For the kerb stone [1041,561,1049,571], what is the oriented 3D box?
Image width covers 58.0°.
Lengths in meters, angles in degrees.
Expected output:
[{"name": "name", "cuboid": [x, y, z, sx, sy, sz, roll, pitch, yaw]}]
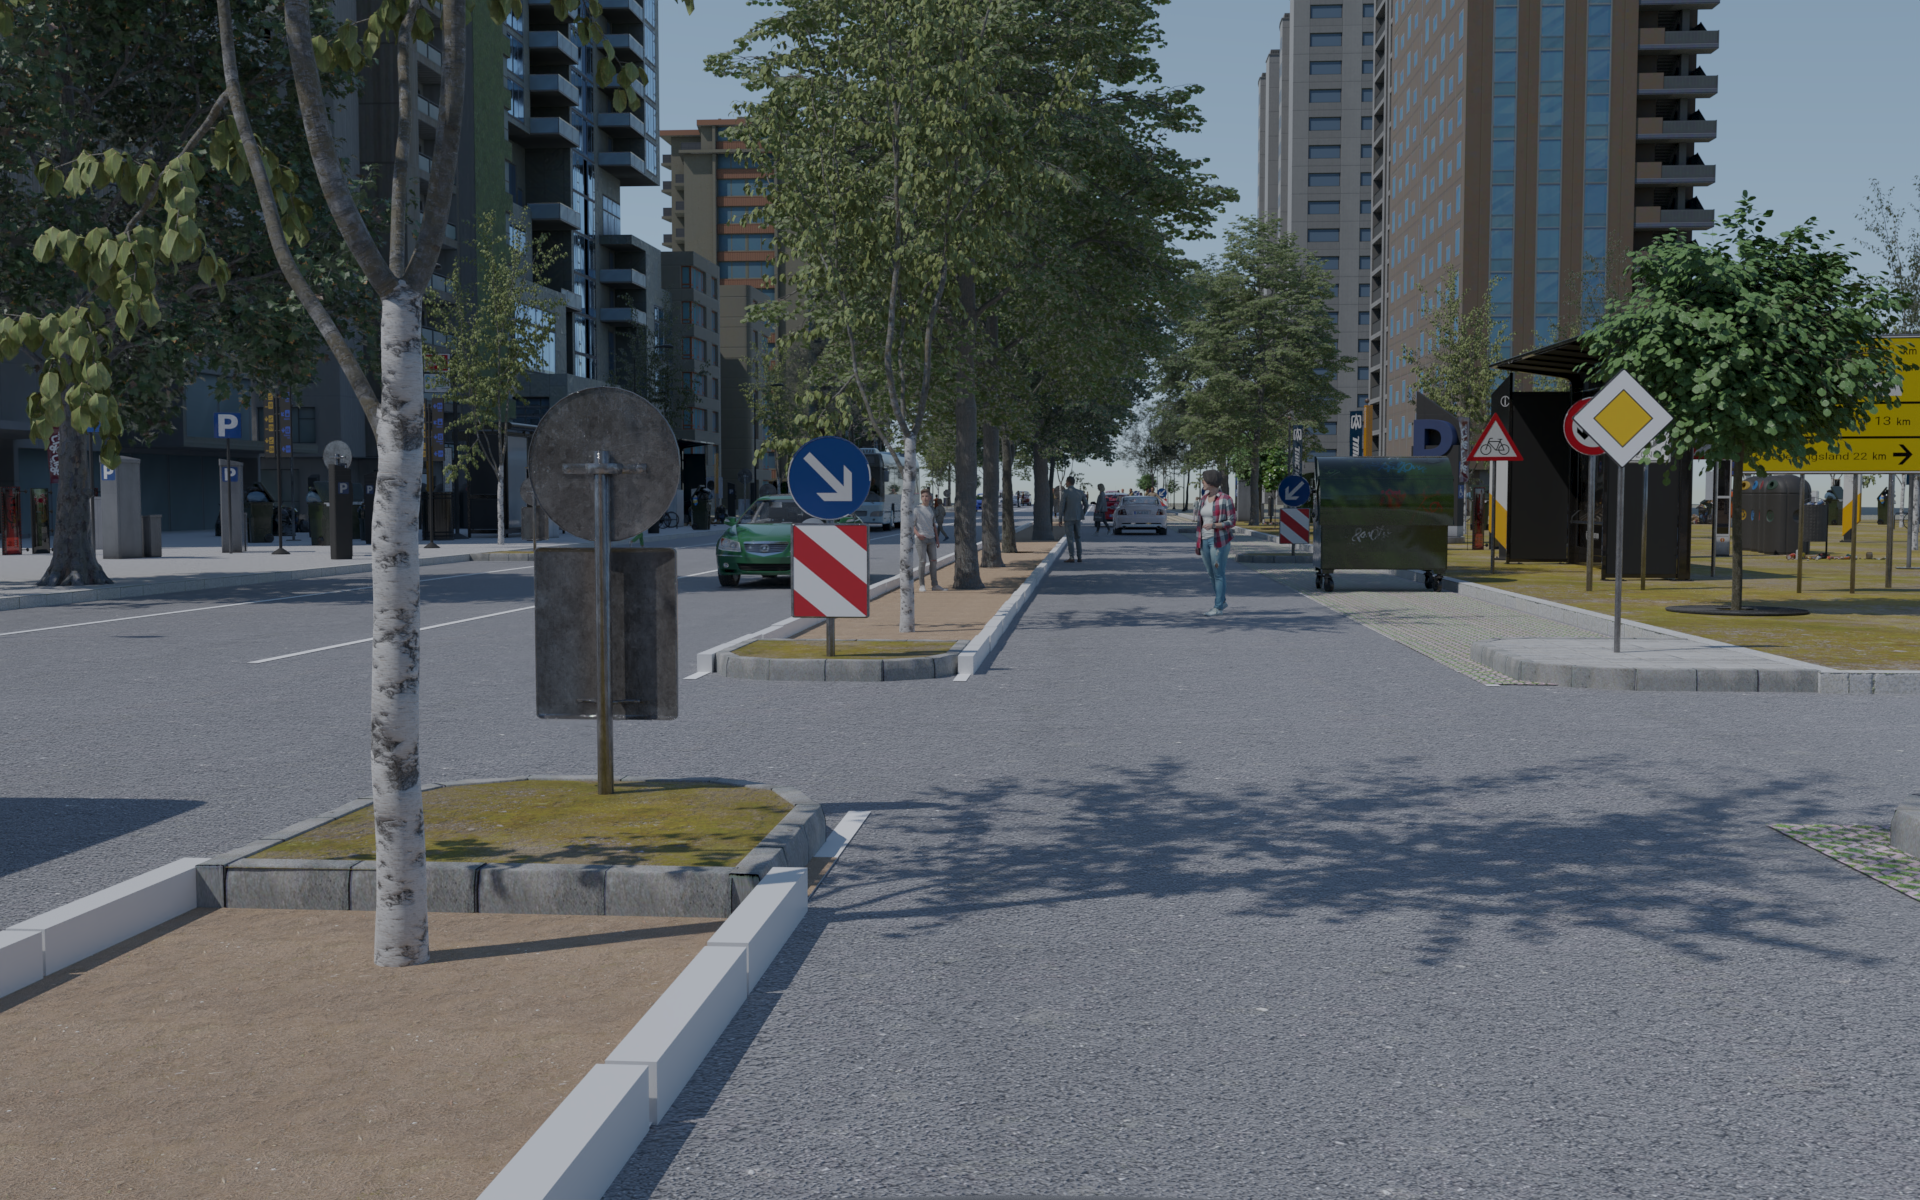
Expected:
[{"name": "kerb stone", "cuboid": [1.506, -0.571, 31.581, 0.120, 0.150, 1.000, 0, 4, 5]}]

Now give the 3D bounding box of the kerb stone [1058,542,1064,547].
[{"name": "kerb stone", "cuboid": [2.493, -1.322, 43.811, 0.120, 0.150, 1.000, 0, 4, 5]}]

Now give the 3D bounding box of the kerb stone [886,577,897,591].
[{"name": "kerb stone", "cuboid": [-1.086, -0.210, 25.629, 0.120, 0.150, 1.000, 0, 4, 5]}]

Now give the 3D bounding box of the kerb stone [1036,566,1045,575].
[{"name": "kerb stone", "cuboid": [1.332, -0.446, 29.539, 0.120, 0.150, 1.000, 0, 4, 5]}]

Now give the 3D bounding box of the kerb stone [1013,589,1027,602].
[{"name": "kerb stone", "cuboid": [0.749, -0.012, 22.389, 0.120, 0.150, 1.000, 0, 4, 5]}]

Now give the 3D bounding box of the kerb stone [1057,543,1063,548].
[{"name": "kerb stone", "cuboid": [2.420, -1.260, 42.792, 0.120, 0.150, 1.000, 0, 4, 5]}]

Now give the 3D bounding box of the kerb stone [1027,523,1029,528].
[{"name": "kerb stone", "cuboid": [2.653, -3.020, 71.573, 0.120, 0.150, 1.000, 0, 4, 5]}]

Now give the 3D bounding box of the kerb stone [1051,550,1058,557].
[{"name": "kerb stone", "cuboid": [2.000, -0.948, 37.699, 0.120, 0.150, 1.000, 0, 4, 5]}]

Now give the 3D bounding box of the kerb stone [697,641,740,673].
[{"name": "kerb stone", "cuboid": [-2.008, 0.478, 14.373, 0.120, 0.150, 1.000, 0, 4, 5]}]

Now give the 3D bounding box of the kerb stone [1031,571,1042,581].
[{"name": "kerb stone", "cuboid": [1.177, -0.321, 27.490, 0.120, 0.150, 1.000, 0, 4, 5]}]

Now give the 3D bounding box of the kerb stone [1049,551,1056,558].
[{"name": "kerb stone", "cuboid": [1.913, -0.885, 36.677, 0.120, 0.150, 1.000, 0, 4, 5]}]

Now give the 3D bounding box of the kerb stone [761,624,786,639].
[{"name": "kerb stone", "cuboid": [-1.823, 0.362, 16.422, 0.120, 0.150, 1.000, 0, 4, 5]}]

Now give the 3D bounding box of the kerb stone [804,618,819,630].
[{"name": "kerb stone", "cuboid": [-1.669, 0.227, 18.489, 0.120, 0.150, 1.000, 0, 4, 5]}]

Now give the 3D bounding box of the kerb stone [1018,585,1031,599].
[{"name": "kerb stone", "cuboid": [0.844, -0.073, 23.411, 0.120, 0.150, 1.000, 0, 4, 5]}]

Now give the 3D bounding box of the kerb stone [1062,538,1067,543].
[{"name": "kerb stone", "cuboid": [2.824, -1.568, 47.890, 0.120, 0.150, 1.000, 0, 4, 5]}]

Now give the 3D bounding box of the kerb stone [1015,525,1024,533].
[{"name": "kerb stone", "cuboid": [2.309, -2.766, 67.491, 0.120, 0.150, 1.000, 0, 4, 5]}]

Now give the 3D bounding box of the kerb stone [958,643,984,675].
[{"name": "kerb stone", "cuboid": [0.085, 0.488, 14.211, 0.120, 0.150, 1.000, 0, 4, 5]}]

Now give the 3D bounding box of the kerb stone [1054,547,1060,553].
[{"name": "kerb stone", "cuboid": [2.165, -1.073, 39.736, 0.120, 0.150, 1.000, 0, 4, 5]}]

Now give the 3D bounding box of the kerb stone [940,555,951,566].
[{"name": "kerb stone", "cuboid": [-0.338, -0.772, 34.824, 0.120, 0.150, 1.000, 0, 4, 5]}]

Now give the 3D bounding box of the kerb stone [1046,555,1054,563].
[{"name": "kerb stone", "cuboid": [1.753, -0.761, 34.637, 0.120, 0.150, 1.000, 0, 4, 5]}]

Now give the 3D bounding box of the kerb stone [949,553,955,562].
[{"name": "kerb stone", "cuboid": [-0.258, -0.835, 35.843, 0.120, 0.150, 1.000, 0, 4, 5]}]

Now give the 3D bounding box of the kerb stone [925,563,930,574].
[{"name": "kerb stone", "cuboid": [-0.675, -0.523, 30.744, 0.120, 0.150, 1.000, 0, 4, 5]}]

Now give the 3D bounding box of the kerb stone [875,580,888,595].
[{"name": "kerb stone", "cuboid": [-1.174, -0.148, 24.610, 0.120, 0.150, 1.000, 0, 4, 5]}]

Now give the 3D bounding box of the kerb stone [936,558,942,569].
[{"name": "kerb stone", "cuboid": [-0.500, -0.645, 32.787, 0.120, 0.150, 1.000, 0, 4, 5]}]

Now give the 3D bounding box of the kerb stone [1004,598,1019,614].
[{"name": "kerb stone", "cuboid": [0.579, 0.115, 20.340, 0.120, 0.150, 1.000, 0, 4, 5]}]

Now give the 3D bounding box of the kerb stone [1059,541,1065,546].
[{"name": "kerb stone", "cuboid": [2.575, -1.380, 44.831, 0.120, 0.150, 1.000, 0, 4, 5]}]

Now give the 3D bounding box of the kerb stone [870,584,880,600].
[{"name": "kerb stone", "cuboid": [-1.247, -0.085, 23.591, 0.120, 0.150, 1.000, 0, 4, 5]}]

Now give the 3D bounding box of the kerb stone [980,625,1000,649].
[{"name": "kerb stone", "cuboid": [0.260, 0.367, 16.247, 0.120, 0.150, 1.000, 0, 4, 5]}]

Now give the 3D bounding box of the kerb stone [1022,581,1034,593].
[{"name": "kerb stone", "cuboid": [0.926, -0.137, 24.430, 0.120, 0.150, 1.000, 0, 4, 5]}]

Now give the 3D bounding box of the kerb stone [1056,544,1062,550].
[{"name": "kerb stone", "cuboid": [2.331, -1.195, 41.774, 0.120, 0.150, 1.000, 0, 4, 5]}]

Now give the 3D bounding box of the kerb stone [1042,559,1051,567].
[{"name": "kerb stone", "cuboid": [1.592, -0.636, 32.599, 0.120, 0.150, 1.000, 0, 4, 5]}]

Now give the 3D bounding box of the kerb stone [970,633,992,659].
[{"name": "kerb stone", "cuboid": [0.166, 0.426, 15.229, 0.120, 0.150, 1.000, 0, 4, 5]}]

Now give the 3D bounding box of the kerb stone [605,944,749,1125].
[{"name": "kerb stone", "cuboid": [-0.706, 1.090, 4.430, 0.120, 0.150, 1.000, 0, 4, 5]}]

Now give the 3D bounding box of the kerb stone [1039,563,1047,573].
[{"name": "kerb stone", "cuboid": [1.413, -0.506, 30.558, 0.120, 0.150, 1.000, 0, 4, 5]}]

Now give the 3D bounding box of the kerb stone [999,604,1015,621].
[{"name": "kerb stone", "cuboid": [0.500, 0.176, 19.313, 0.120, 0.150, 1.000, 0, 4, 5]}]

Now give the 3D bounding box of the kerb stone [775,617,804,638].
[{"name": "kerb stone", "cuboid": [-1.748, 0.290, 17.460, 0.120, 0.150, 1.000, 0, 4, 5]}]

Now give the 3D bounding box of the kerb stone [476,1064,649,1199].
[{"name": "kerb stone", "cuboid": [-0.800, 1.150, 3.404, 0.120, 0.150, 1.000, 0, 4, 5]}]

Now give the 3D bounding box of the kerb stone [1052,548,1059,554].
[{"name": "kerb stone", "cuboid": [2.075, -1.008, 38.719, 0.120, 0.150, 1.000, 0, 4, 5]}]

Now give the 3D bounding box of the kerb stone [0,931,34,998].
[{"name": "kerb stone", "cuboid": [-2.793, 1.077, 4.591, 0.120, 0.150, 1.000, 0, 4, 5]}]

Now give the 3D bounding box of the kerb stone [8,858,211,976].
[{"name": "kerb stone", "cuboid": [-2.717, 1.014, 5.610, 0.120, 0.150, 1.000, 0, 4, 5]}]

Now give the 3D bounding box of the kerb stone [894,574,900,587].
[{"name": "kerb stone", "cuboid": [-1.003, -0.267, 26.652, 0.120, 0.150, 1.000, 0, 4, 5]}]

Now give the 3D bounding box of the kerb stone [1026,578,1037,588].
[{"name": "kerb stone", "cuboid": [1.009, -0.191, 25.449, 0.120, 0.150, 1.000, 0, 4, 5]}]

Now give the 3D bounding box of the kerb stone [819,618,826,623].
[{"name": "kerb stone", "cuboid": [-1.586, 0.164, 19.508, 0.120, 0.150, 1.000, 0, 4, 5]}]

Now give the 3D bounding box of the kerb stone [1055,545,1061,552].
[{"name": "kerb stone", "cuboid": [2.246, -1.135, 40.755, 0.120, 0.150, 1.000, 0, 4, 5]}]

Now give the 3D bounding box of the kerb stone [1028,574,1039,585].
[{"name": "kerb stone", "cuboid": [1.083, -0.256, 26.472, 0.120, 0.150, 1.000, 0, 4, 5]}]

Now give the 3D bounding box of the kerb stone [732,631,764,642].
[{"name": "kerb stone", "cuboid": [-1.919, 0.417, 15.404, 0.120, 0.150, 1.000, 0, 4, 5]}]

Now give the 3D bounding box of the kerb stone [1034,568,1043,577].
[{"name": "kerb stone", "cuboid": [1.247, -0.387, 28.521, 0.120, 0.150, 1.000, 0, 4, 5]}]

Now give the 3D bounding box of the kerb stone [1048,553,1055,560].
[{"name": "kerb stone", "cuboid": [1.836, -0.823, 35.656, 0.120, 0.150, 1.000, 0, 4, 5]}]

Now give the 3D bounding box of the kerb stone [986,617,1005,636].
[{"name": "kerb stone", "cuboid": [0.334, 0.302, 17.269, 0.120, 0.150, 1.000, 0, 4, 5]}]

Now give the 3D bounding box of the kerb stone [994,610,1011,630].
[{"name": "kerb stone", "cuboid": [0.423, 0.239, 18.287, 0.120, 0.150, 1.000, 0, 4, 5]}]

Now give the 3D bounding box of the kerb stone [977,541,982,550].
[{"name": "kerb stone", "cuboid": [0.573, -1.459, 46.058, 0.120, 0.150, 1.000, 0, 4, 5]}]

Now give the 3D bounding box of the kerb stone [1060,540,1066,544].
[{"name": "kerb stone", "cuboid": [2.658, -1.446, 45.853, 0.120, 0.150, 1.000, 0, 4, 5]}]

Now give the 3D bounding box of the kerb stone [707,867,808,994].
[{"name": "kerb stone", "cuboid": [-0.624, 1.024, 5.455, 0.120, 0.150, 1.000, 0, 4, 5]}]

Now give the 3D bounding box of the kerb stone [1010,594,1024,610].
[{"name": "kerb stone", "cuboid": [0.671, 0.057, 21.370, 0.120, 0.150, 1.000, 0, 4, 5]}]

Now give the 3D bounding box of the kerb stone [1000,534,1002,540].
[{"name": "kerb stone", "cuboid": [1.484, -2.143, 57.282, 0.120, 0.150, 1.000, 0, 4, 5]}]

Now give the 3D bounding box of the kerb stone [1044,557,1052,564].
[{"name": "kerb stone", "cuboid": [1.667, -0.699, 33.618, 0.120, 0.150, 1.000, 0, 4, 5]}]

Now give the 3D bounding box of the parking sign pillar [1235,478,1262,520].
[{"name": "parking sign pillar", "cuboid": [14.065, -5.866, 84.375, 1.447, 3.967, 1.447, -1, 4, -23]}]

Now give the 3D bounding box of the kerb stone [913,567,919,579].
[{"name": "kerb stone", "cuboid": [-0.755, -0.459, 29.723, 0.120, 0.150, 1.000, 0, 4, 5]}]
